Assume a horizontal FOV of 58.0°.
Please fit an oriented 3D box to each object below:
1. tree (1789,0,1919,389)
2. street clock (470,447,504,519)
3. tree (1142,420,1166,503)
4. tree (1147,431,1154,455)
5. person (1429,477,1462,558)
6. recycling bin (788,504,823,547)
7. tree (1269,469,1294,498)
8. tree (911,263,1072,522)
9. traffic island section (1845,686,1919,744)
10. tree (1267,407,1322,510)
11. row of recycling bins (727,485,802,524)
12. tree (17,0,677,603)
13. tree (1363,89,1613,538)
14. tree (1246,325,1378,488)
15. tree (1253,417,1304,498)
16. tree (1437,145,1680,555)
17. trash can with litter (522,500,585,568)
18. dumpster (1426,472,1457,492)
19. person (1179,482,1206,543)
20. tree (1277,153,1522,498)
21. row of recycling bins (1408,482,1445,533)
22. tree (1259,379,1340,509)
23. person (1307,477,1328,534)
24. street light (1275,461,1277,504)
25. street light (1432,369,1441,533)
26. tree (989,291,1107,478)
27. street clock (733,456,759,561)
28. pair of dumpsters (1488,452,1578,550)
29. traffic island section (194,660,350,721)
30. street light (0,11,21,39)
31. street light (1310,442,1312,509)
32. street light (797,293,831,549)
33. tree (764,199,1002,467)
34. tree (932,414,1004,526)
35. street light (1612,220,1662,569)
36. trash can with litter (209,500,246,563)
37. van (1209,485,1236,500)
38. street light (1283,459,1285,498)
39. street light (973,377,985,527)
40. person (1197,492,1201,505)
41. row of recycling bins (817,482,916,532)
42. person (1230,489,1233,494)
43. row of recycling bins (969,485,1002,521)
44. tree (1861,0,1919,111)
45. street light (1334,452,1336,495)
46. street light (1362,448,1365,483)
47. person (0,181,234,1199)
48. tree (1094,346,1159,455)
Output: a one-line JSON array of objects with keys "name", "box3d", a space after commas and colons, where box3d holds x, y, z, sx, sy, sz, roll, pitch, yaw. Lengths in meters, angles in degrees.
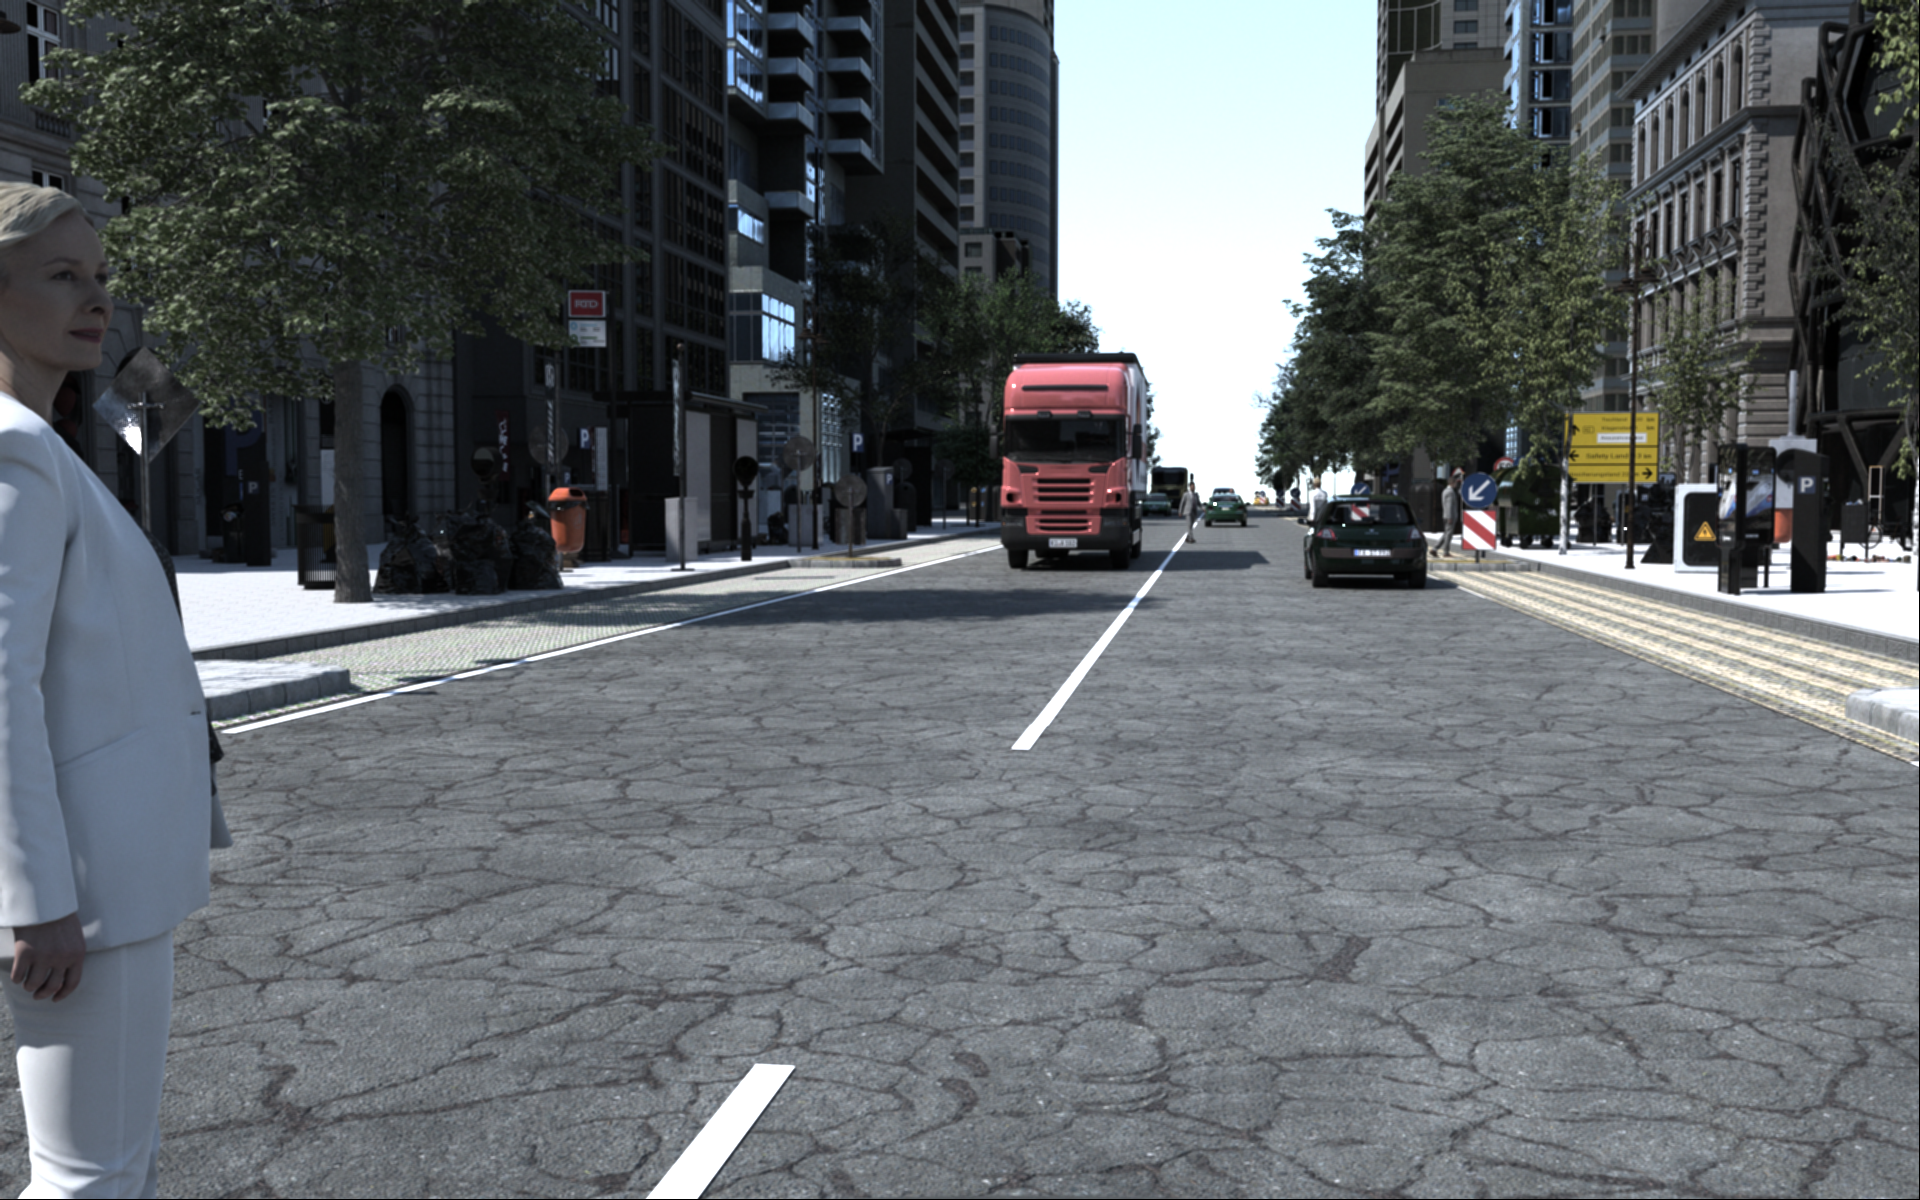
[{"name": "tree", "box3d": [14.318, -4.549, 24.734, 4.360, 8.622, 3.978, 0, 3, 0]}, {"name": "street clock", "box3d": [-7.264, -1.351, 26.653, 0.471, 2.002, 0.358, 2, 4, 26]}, {"name": "tree", "box3d": [14.495, -13.791, 159.901, 8.767, 10.594, 7.601, 0, 4, -6]}, {"name": "tree", "box3d": [16.146, -15.352, 176.762, 9.928, 11.665, 9.643, 0, 3, 0]}, {"name": "person", "box3d": [10.985, -1.849, 38.845, 0.853, 1.813, 0.709, 0, 4, -2]}, {"name": "recycling bin", "box3d": [-3.797, -1.839, 42.619, 0.722, 1.027, 0.722, 1, 4, 10]}, {"name": "tree", "box3d": [41.266, -14.605, 222.510, 4.285, 4.588, 4.351, 0, 3, 0]}, {"name": "tree", "box3d": [1.332, -9.380, 79.110, 9.928, 11.665, 9.643, 0, 3, 0]}, {"name": "traffic island section", "box3d": [6.505, 0.748, 10.046, 2.009, 0.180, 2.903, 1, 4, 8]}, {"name": "tree", "box3d": [27.805, -11.546, 139.139, 4.360, 8.622, 3.978, 0, 3, 0]}, {"name": "row of recycling bins", "box3d": [-8.557, -4.202, 75.819, 3.534, 1.692, 1.069, 1, 4, 15]}, {"name": "tree", "box3d": [-6.842, -6.228, 19.963, 7.486, 12.596, 7.792, 0, 3, 0]}, {"name": "tree", "box3d": [14.978, -8.023, 49.298, 7.486, 12.596, 7.792, 0, 3, 0]}, {"name": "tree", "box3d": [25.187, -12.912, 121.485, 12.009, 13.543, 11.850, 0, 3, 0]}, {"name": "tree", "box3d": [43.307, -19.211, 232.222, 7.486, 12.596, 7.792, 0, 3, 0]}, {"name": "tree", "box3d": [12.540, -5.266, 36.462, 4.737, 8.622, 4.395, 0, 3, 0]}, {"name": "trash can with litter", "box3d": [-7.066, -1.148, 30.159, 1.055, 1.170, 0.624, 0, 4, 8]}, {"name": "dumpster", "box3d": [21.387, -4.581, 77.391, 1.502, 2.255, 1.985, 1, 4, 8]}, {"name": "person", "box3d": [6.767, -2.564, 50.703, 0.678, 1.792, 0.850, -1, 4, -23]}, {"name": "tree", "box3d": [17.185, -9.797, 66.836, 9.857, 13.997, 8.962, 0, 3, 0]}, {"name": "row of recycling bins", "box3d": [15.920, -3.190, 59.275, 1.069, 1.692, 3.534, 0, 4, 7]}, {"name": "tree", "box3d": [30.295, -13.601, 148.129, 9.928, 11.665, 9.643, 0, 3, 0]}, {"name": "person", "box3d": [7.832, -1.775, 37.749, 0.478, 1.798, 0.641, 0, 4, -7]}, {"name": "street light", "box3d": [39.231, -14.803, 214.820, 0.468, 5.910, 1.993, 1, 4, 8]}, {"name": "street light", "box3d": [15.472, -5.109, 56.312, 0.468, 5.910, 1.993, 1, 4, 8]}, {"name": "tree", "box3d": [5.415, -11.062, 97.877, 9.611, 12.733, 9.660, 0, 3, 0]}, {"name": "street clock", "box3d": [-4.095, -1.747, 33.134, 0.471, 2.002, 0.358, -1, 4, -12]}, {"name": "pair of dumpsters", "box3d": [13.687, -2.402, 41.760, 1.574, 2.255, 4.437, 1, 4, 8]}, {"name": "traffic island section", "box3d": [-5.553, 0.638, 11.845, 2.009, 0.180, 2.903, 1, 4, 8]}, {"name": "street light", "box3d": [-7.450, -2.427, 12.464, 0.468, 5.910, 1.993, 1, 4, 8]}, {"name": "street light", "box3d": [26.783, -9.740, 132.038, 0.468, 5.910, 1.993, 1, 4, 8]}, {"name": "street light", "box3d": [-3.355, -4.111, 39.995, 0.468, 5.910, 1.993, 1, 4, 8]}, {"name": "tree", "box3d": [-2.307, -7.323, 54.145, 8.767, 10.594, 7.601, 2, 4, 30]}, {"name": "tree", "box3d": [0.394, -5.280, 70.040, 4.285, 4.588, 4.351, 0, 3, 0]}, {"name": "street light", "box3d": [11.505, -3.473, 29.570, 0.468, 5.910, 1.993, 1, 4, 8]}, {"name": "trash can with litter", "box3d": [-13.638, -1.275, 32.238, 1.055, 1.170, 0.624, 3, 4, 37]}, {"name": "van", "box3d": [16.658, -6.245, 109.111, 2.013, 2.044, 4.112, 1, 4, 10]}, {"name": "street light", "box3d": [35.114, -13.158, 187.921, 0.468, 5.910, 1.993, 1, 4, 8]}, {"name": "street light", "box3d": [0.667, -5.746, 66.729, 0.468, 5.910, 1.993, 1, 4, 8]}, {"name": "person", "box3d": [31.336, -13.366, 227.569, 0.750, 1.759, 0.617, 0, 4, -8]}, {"name": "row of recycling bins", "box3d": [-3.194, -3.185, 59.193, 3.534, 1.692, 1.069, 1, 4, 14]}, {"name": "person", "box3d": [16.073, -5.736, 102.830, 0.434, 1.755, 0.990, -1, 4, -14]}, {"name": "row of recycling bins", "box3d": [1.581, -4.678, 83.591, 1.069, 1.692, 3.534, -2, 4, -30]}, {"name": "tree", "box3d": [9.449, -3.939, 14.766, 4.737, 8.622, 4.395, 0, 3, 0]}, {"name": "street light", "box3d": [22.799, -8.105, 105.299, 0.468, 5.910, 1.993, 1, 4, 8]}, {"name": "street light", "box3d": [19.489, -6.779, 83.623, 0.468, 5.910, 1.993, 1, 4, 8]}, {"name": "person", "box3d": [-1.266, 0.372, 2.293, 0.514, 1.842, 0.818, 2, 4, 35]}, {"name": "tree", "box3d": [12.357, -14.822, 149.002, 9.857, 13.997, 8.962, 0, 3, 0]}]
